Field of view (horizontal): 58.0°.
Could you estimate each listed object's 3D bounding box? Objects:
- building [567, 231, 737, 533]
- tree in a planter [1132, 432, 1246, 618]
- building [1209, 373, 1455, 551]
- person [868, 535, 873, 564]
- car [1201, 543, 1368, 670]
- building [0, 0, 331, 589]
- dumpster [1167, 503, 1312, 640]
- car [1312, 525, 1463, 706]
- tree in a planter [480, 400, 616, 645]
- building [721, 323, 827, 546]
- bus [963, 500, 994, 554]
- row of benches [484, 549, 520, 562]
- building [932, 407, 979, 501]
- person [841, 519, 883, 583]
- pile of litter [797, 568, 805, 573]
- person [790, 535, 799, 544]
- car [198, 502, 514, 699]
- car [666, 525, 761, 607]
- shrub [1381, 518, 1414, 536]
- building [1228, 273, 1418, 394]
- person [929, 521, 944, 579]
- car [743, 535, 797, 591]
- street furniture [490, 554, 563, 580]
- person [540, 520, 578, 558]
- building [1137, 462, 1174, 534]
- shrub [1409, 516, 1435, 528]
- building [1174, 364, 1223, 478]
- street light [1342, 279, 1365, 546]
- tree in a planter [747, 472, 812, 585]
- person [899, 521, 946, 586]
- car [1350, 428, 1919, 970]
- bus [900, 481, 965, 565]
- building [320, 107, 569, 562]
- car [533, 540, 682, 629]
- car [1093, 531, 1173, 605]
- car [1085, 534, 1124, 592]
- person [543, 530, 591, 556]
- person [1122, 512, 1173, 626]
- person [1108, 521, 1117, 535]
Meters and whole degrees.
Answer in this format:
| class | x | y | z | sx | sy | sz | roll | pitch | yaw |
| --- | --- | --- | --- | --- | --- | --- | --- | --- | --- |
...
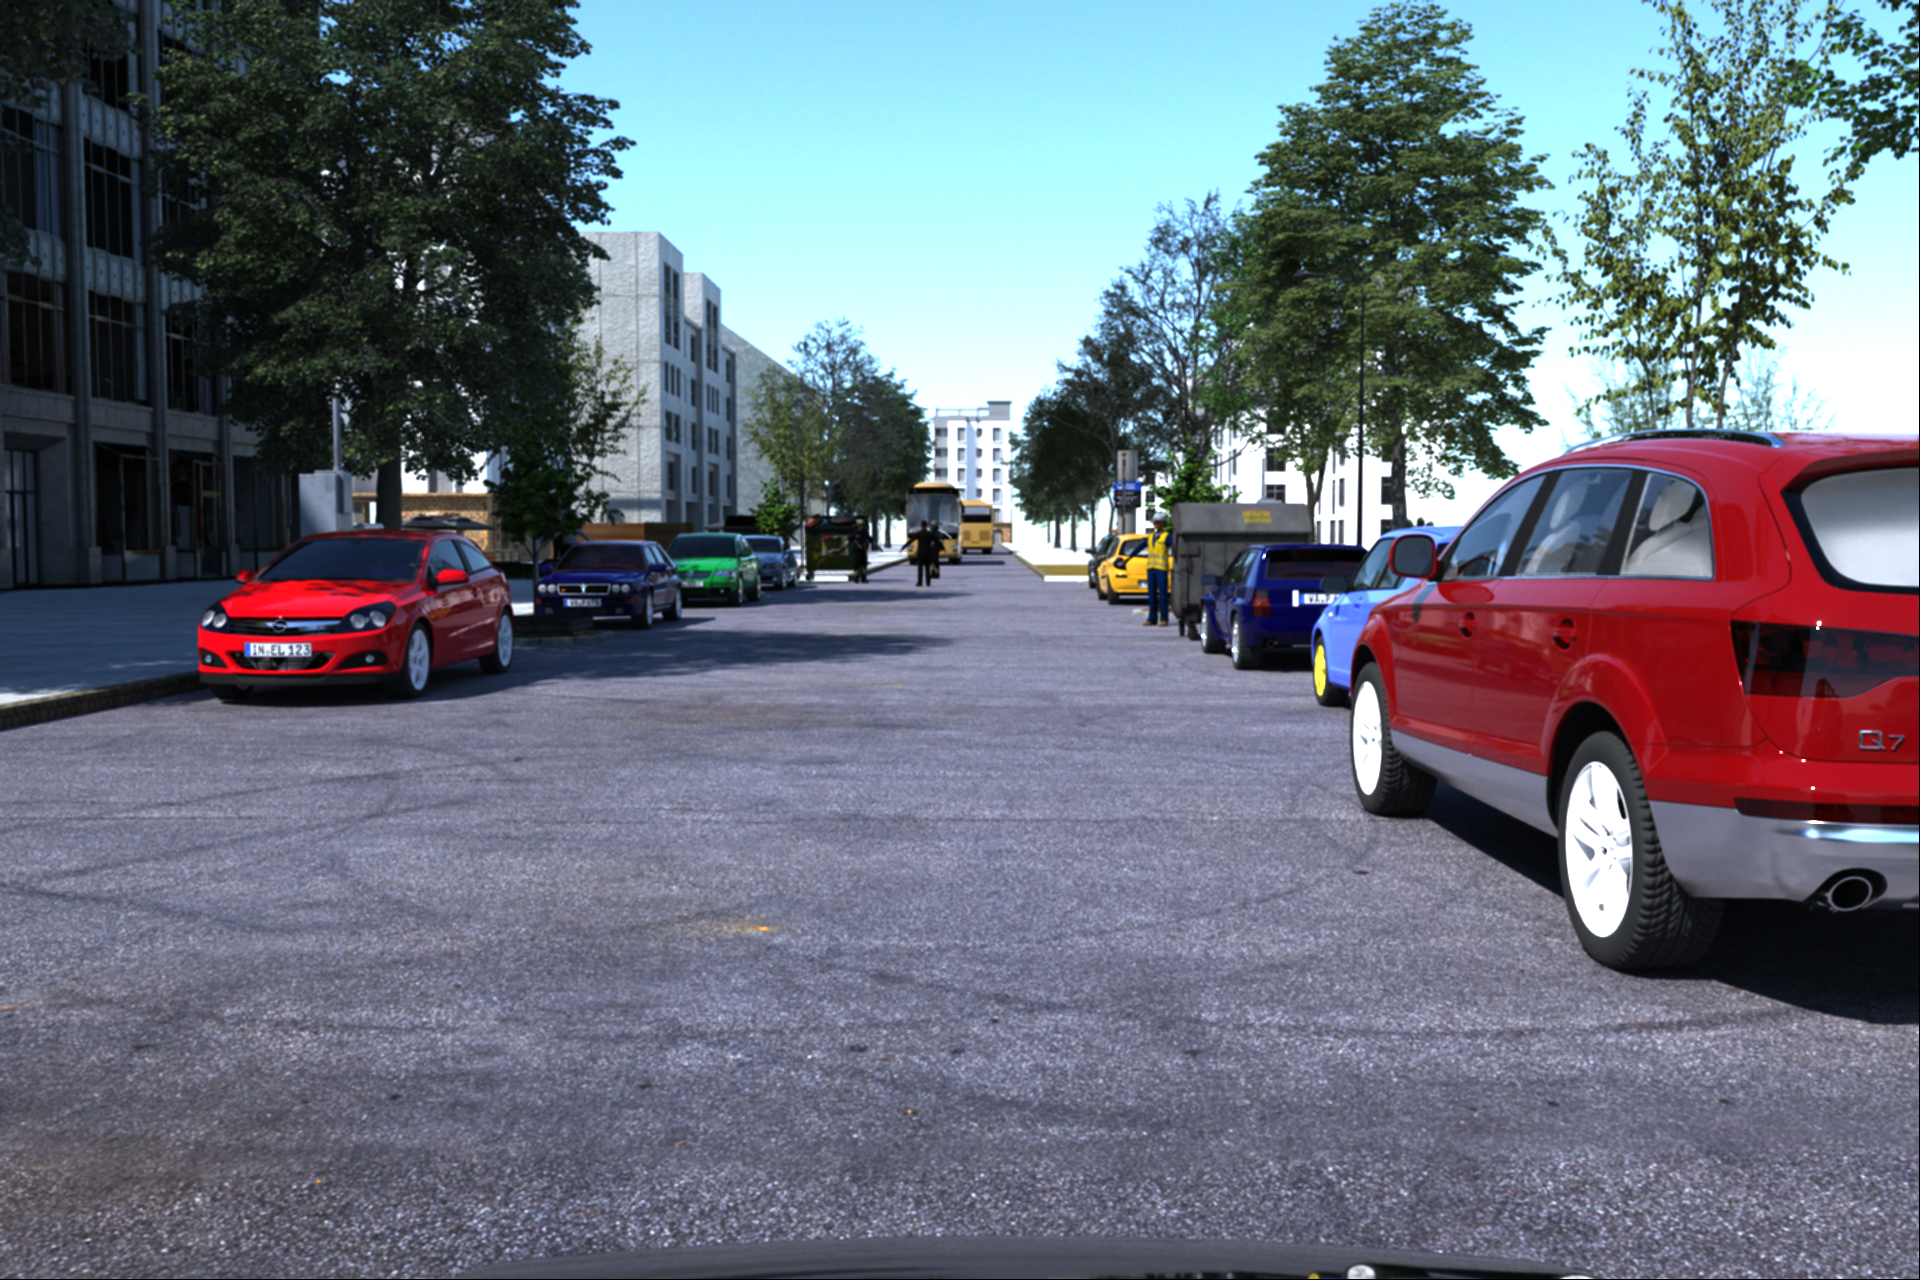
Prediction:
| class | x | y | z | sx | sy | sz | roll | pitch | yaw |
| --- | --- | --- | --- | --- | --- | --- | --- | --- | --- |
| building | -25.717 | -15.336 | 117.204 | 16.747 | 18.905 | 31.486 | 0 | 4 | 1 |
| tree in a planter | 4.061 | -2.030 | 30.408 | 1.991 | 3.239 | 1.994 | 0 | 4 | 1 |
| building | 21.374 | -9.913 | 104.233 | 9.099 | 9.664 | 28.070 | 0 | 4 | 1 |
| person | -3.974 | -4.105 | 73.256 | 0.704 | 1.843 | 1.345 | 1 | 4 | 22 |
| car | 3.769 | -0.430 | 19.610 | 1.945 | 1.354 | 3.894 | 0 | 4 | 0 |
| building | -27.057 | -13.574 | 38.587 | 14.369 | 24.946 | 33.146 | 0 | 4 | 2 |
| dumpster | 3.826 | -0.951 | 23.772 | 1.865 | 1.857 | 1.264 | 0 | 3 | 0 |
| car | 3.825 | -0.229 | 13.338 | 1.945 | 1.707 | 3.694 | 0 | 3 | 0 |
| tree in a planter | -5.732 | -1.592 | 23.258 | 1.991 | 3.239 | 1.994 | 0 | 4 | 1 |
| building | -24.785 | -21.883 | 188.717 | 19.493 | 23.208 | 18.063 | 0 | 4 | 0 |
| bus | 1.003 | -8.136 | 124.571 | 2.896 | 3.916 | 12.252 | 0 | 4 | 0 |
| row of benches | -18.695 | -3.372 | 70.598 | 1.422 | 0.672 | 4.104 | 0 | 4 | -1 |
| building | -3.691 | -23.876 | 249.247 | 11.380 | 20.090 | 16.016 | 0 | 4 | 3 |
| person | -2.899 | -2.592 | 50.609 | 1.354 | 1.856 | 0.705 | -2 | 4 | -30 |
| pile of litter | -5.698 | -2.632 | 56.998 | 1.176 | 0.858 | 1.719 | 0 | 4 | 2 |
| person | -6.832 | -3.781 | 67.759 | 0.705 | 1.837 | 1.347 | 3 | 4 | 36 |
| car | -5.576 | -0.450 | 16.391 | 2.155 | 1.783 | 4.494 | 0 | 4 | 1 |
| car | -5.181 | -1.638 | 35.576 | 1.959 | 1.807 | 4.718 | 0 | 4 | 1 |
| shrub | 16.586 | -3.704 | 64.981 | 1.690 | 2.028 | 1.600 | 0 | 3 | 0 |
| building | 25.459 | -16.821 | 131.443 | 16.016 | 20.090 | 11.380 | 0 | 4 | 1 |
| person | -0.839 | -2.902 | 55.677 | 0.705 | 1.856 | 1.354 | -2 | 4 | -29 |
| car | -5.311 | -2.048 | 45.489 | 2.014 | 1.417 | 4.499 | 0 | 4 | 1 |
| street furniture | -11.847 | -2.314 | 53.463 | 5.734 | 0.657 | 10.072 | 1 | 4 | 17 |
| person | -13.891 | -3.292 | 59.961 | 1.346 | 1.812 | 0.704 | 0 | 4 | 3 |
| building | 25.276 | -16.300 | 208.652 | 9.099 | 9.664 | 28.070 | 0 | 4 | 1 |
| shrub | 17.791 | -3.812 | 66.739 | 1.690 | 2.028 | 1.600 | 0 | 3 | 0 |
| building | 28.792 | -20.415 | 190.204 | 16.016 | 20.090 | 11.380 | 0 | 4 | 1 |
| street light | 7.686 | -3.566 | 30.847 | 1.470 | 5.913 | 1.316 | 0 | 4 | 1 |
| tree in a planter | -5.281 | -3.197 | 49.496 | 1.991 | 3.239 | 1.994 | 0 | 4 | 0 |
| person | -0.998 | -2.374 | 47.490 | 1.346 | 1.802 | 0.704 | -1 | 4 | -18 |
| car | 3.097 | 0.088 | 7.237 | 2.281 | 1.827 | 5.304 | 0 | 4 | -1 |
| bus | -1.155 | -5.674 | 84.313 | 2.896 | 3.916 | 12.252 | 0 | 4 | 1 |
| building | -25.480 | -13.530 | 77.632 | 16.016 | 20.090 | 11.380 | 0 | 3 | 0 |
| car | -5.505 | -0.900 | 27.296 | 1.945 | 1.354 | 3.894 | 0 | 4 | 1 |
| car | 3.839 | -1.602 | 36.411 | 2.015 | 1.641 | 3.980 | 0 | 3 | 0 |
| car | 4.247 | -2.118 | 44.418 | 2.009 | 1.686 | 4.222 | 0 | 4 | 1 |
| person | -10.126 | -2.370 | 44.901 | 1.344 | 1.810 | 0.704 | -2 | 4 | -30 |
| person | 3.045 | -1.105 | 26.987 | 1.216 | 1.772 | 0.721 | 3 | 5 | 42 |
| person | 5.322 | -3.143 | 58.191 | 1.217 | 1.733 | 0.721 | 1 | 4 | 10 |
